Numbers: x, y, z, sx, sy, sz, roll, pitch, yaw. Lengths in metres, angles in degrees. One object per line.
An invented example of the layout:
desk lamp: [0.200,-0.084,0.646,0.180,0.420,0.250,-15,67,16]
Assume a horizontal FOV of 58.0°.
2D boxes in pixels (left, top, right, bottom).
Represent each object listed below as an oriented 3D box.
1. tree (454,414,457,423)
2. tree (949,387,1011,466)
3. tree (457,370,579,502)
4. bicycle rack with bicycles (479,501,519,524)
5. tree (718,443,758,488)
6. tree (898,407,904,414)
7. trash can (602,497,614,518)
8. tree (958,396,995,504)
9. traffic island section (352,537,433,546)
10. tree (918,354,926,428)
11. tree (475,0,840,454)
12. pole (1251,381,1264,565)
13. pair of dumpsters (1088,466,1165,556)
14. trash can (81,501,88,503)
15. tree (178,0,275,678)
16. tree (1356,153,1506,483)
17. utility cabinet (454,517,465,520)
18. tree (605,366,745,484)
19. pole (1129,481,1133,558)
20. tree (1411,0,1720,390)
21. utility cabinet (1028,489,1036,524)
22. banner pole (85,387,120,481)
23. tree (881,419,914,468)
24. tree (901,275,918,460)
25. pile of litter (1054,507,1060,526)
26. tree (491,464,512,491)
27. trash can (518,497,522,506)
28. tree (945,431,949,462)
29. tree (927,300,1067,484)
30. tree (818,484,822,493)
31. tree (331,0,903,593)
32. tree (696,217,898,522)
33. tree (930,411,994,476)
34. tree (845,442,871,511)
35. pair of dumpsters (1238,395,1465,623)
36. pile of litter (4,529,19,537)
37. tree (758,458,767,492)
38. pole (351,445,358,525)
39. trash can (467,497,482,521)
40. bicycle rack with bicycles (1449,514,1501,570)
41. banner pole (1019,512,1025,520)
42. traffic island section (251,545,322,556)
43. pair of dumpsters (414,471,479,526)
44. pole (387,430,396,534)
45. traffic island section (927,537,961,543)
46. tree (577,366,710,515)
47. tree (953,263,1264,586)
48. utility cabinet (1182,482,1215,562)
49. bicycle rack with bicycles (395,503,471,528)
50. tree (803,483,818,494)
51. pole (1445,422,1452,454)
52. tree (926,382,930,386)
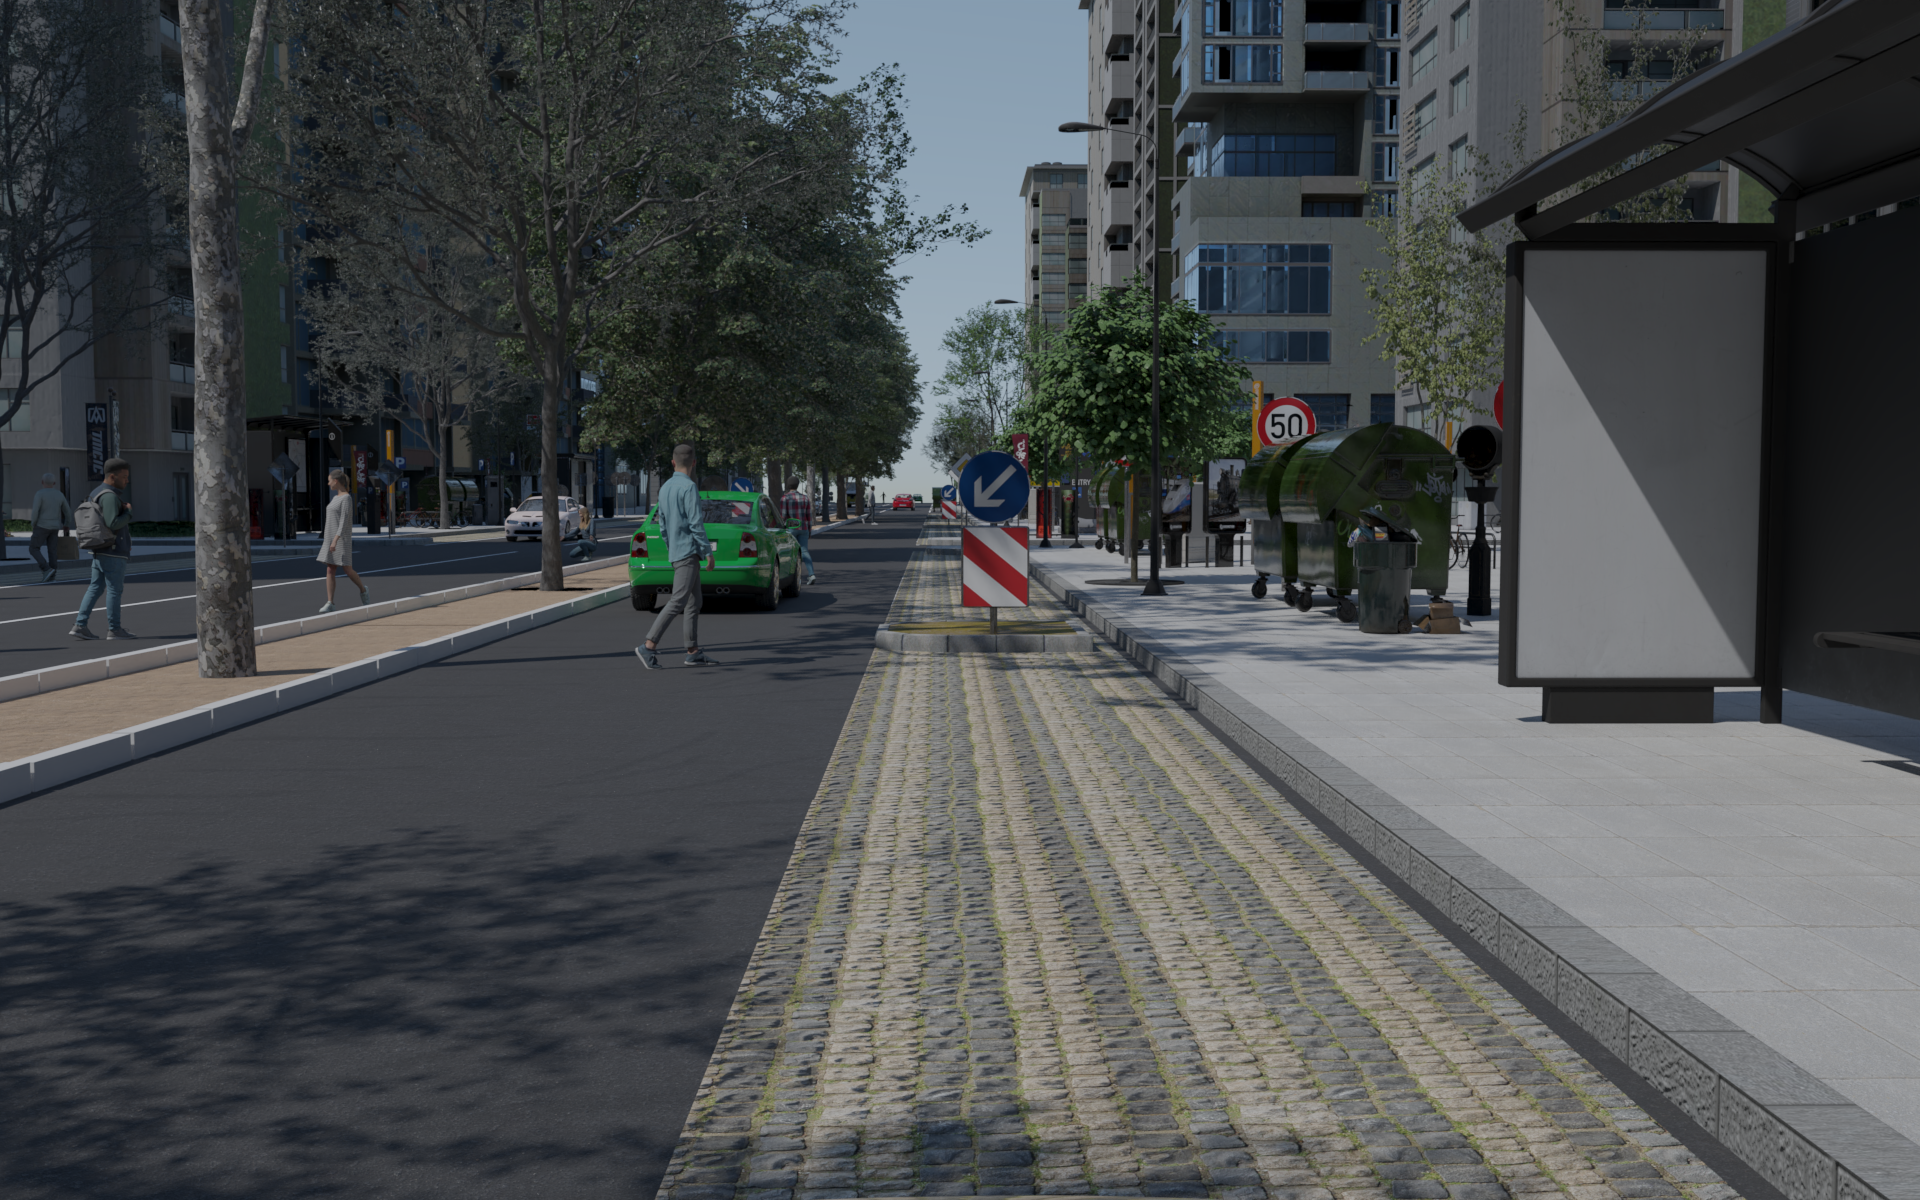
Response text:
tree: [-28.513,-9.452,104.903,4.360,8.622,3.978,0,3,0]
tree: [1.875,-10.215,117.378,4.360,8.622,3.978,0,3,0]
tree: [-19.666,-7.847,78.662,4.360,8.622,3.978,0,3,0]
bicycle rack with bicycles: [-20.369,-3.776,75.115,2.852,0.926,2.925,-2,4,-24]
tree: [-21.144,-12.428,153.567,4.737,8.622,4.395,0,3,0]
tree: [-6.717,-10.196,87.288,7.486,12.596,7.792,0,3,0]
trash can: [-18.673,-4.909,91.910,0.748,1.137,0.748,0,3,0]
tree: [0.137,-18.756,217.035,12.009,13.543,11.850,0,3,0]
traffic island section: [-16.319,-1.665,49.505,2.009,0.180,2.903,0,4,-1]
tree: [-6.568,-11.431,96.003,9.857,13.997,8.962,0,3,0]
tree: [-5.952,-7.859,37.615,9.857,13.997,8.962,0,3,0]
pole: [5.381,-2.293,31.340,0.158,3.312,0.155,0,3,0]
pair of dumpsters: [3.764,-2.160,37.808,1.574,2.255,4.437,0,4,-1]
trash can: [-18.999,-1.627,38.260,0.748,1.137,0.748,0,3,0]
tree: [-4.512,-9.405,12.119,12.611,20.169,13.585,0,3,0]
tree: [10.398,-5.335,37.597,4.737,8.622,4.395,0,3,0]
utility cabinet: [-24.736,-4.544,85.454,0.306,1.237,1.020,-3,5,-44]
tree: [-19.413,-12.278,117.747,9.611,12.733,9.660,0,3,0]
pole: [3.432,-2.503,34.775,0.158,3.312,0.155,0,3,0]
tree: [9.049,-4.585,25.323,4.360,8.622,3.978,0,3,0]
utility cabinet: [3.436,-3.981,73.761,1.173,1.500,0.318,3,5,41]
banner pole: [-20.683,-3.175,41.922,0.863,3.779,0.401,-2,4,-27]
tree: [-7.127,-11.213,120.198,8.767,10.594,7.601,0,4,-1]
tree: [-6.007,-9.006,56.354,9.857,13.997,8.962,0,3,0]
pile of litter: [4.007,-3.447,70.327,1.176,0.858,1.719,0,4,4]
tree: [-29.270,-7.065,110.118,1.663,3.219,1.824,0,3,0]
trash can: [-22.313,-4.721,88.841,0.748,1.137,0.748,0,3,0]
tree: [0.904,-12.551,155.578,4.360,8.622,3.978,0,3,0]
tree: [2.219,-10.142,91.581,9.928,11.665,9.643,0,3,0]
tree: [-22.573,-16.998,272.519,1.663,3.219,1.824,0,3,0]
tree: [-6.063,-6.881,25.325,12.009,13.543,11.850,0,3,0]
tree: [-6.408,-8.842,65.147,7.486,12.596,7.792,0,3,0]
tree: [1.131,-15.573,189.032,7.601,10.594,8.767,3,5,42]
tree: [-6.860,-9.241,103.907,4.360,8.622,3.978,0,3,0]
pair of dumpsters: [4.232,-1.021,19.183,1.574,2.255,4.437,0,4,-1]
pile of litter: [-28.900,-2.303,51.617,1.719,0.858,1.176,2,4,26]
tree: [-20.618,-13.443,170.149,4.737,8.622,4.395,0,3,0]
pole: [-25.348,-4.810,72.480,0.158,3.312,0.155,0,3,0]
trash can: [-21.772,-4.028,77.516,0.748,1.137,0.748,0,3,0]
bicycle rack with bicycles: [7.996,-1.022,30.090,2.852,0.926,2.925,-1,4,-12]
banner pole: [2.814,-5.880,86.147,0.863,3.779,0.401,2,4,30]
traffic island section: [-16.209,-1.177,41.521,2.009,0.180,2.903,0,4,-1]
pair of dumpsters: [-21.038,-4.190,70.999,1.574,2.255,4.437,0,4,-1]
pole: [-18.208,-3.766,55.416,0.158,3.312,0.155,0,3,0]
traffic island section: [0.071,-1.679,49.725,2.009,0.180,2.903,0,4,-1]
tree: [-19.061,-10.437,105.063,8.767,10.594,7.601,-1,4,-8]
tree: [2.541,-2.504,24.655,4.285,4.588,4.351,0,3,0]
utility cabinet: [4.442,-1.453,32.443,0.318,1.500,1.173,3,5,40]
bicycle rack with bicycles: [-20.129,-3.211,65.889,2.925,0.926,2.852,-1,4,-12]
tree: [-21.554,-15.283,244.479,1.663,3.219,1.824,0,3,0]
pole: [13.793,-3.370,48.950,0.158,3.312,0.155,0,3,0]
tree: [-6.421,-12.345,110.946,9.857,13.997,8.962,0,3,0]
